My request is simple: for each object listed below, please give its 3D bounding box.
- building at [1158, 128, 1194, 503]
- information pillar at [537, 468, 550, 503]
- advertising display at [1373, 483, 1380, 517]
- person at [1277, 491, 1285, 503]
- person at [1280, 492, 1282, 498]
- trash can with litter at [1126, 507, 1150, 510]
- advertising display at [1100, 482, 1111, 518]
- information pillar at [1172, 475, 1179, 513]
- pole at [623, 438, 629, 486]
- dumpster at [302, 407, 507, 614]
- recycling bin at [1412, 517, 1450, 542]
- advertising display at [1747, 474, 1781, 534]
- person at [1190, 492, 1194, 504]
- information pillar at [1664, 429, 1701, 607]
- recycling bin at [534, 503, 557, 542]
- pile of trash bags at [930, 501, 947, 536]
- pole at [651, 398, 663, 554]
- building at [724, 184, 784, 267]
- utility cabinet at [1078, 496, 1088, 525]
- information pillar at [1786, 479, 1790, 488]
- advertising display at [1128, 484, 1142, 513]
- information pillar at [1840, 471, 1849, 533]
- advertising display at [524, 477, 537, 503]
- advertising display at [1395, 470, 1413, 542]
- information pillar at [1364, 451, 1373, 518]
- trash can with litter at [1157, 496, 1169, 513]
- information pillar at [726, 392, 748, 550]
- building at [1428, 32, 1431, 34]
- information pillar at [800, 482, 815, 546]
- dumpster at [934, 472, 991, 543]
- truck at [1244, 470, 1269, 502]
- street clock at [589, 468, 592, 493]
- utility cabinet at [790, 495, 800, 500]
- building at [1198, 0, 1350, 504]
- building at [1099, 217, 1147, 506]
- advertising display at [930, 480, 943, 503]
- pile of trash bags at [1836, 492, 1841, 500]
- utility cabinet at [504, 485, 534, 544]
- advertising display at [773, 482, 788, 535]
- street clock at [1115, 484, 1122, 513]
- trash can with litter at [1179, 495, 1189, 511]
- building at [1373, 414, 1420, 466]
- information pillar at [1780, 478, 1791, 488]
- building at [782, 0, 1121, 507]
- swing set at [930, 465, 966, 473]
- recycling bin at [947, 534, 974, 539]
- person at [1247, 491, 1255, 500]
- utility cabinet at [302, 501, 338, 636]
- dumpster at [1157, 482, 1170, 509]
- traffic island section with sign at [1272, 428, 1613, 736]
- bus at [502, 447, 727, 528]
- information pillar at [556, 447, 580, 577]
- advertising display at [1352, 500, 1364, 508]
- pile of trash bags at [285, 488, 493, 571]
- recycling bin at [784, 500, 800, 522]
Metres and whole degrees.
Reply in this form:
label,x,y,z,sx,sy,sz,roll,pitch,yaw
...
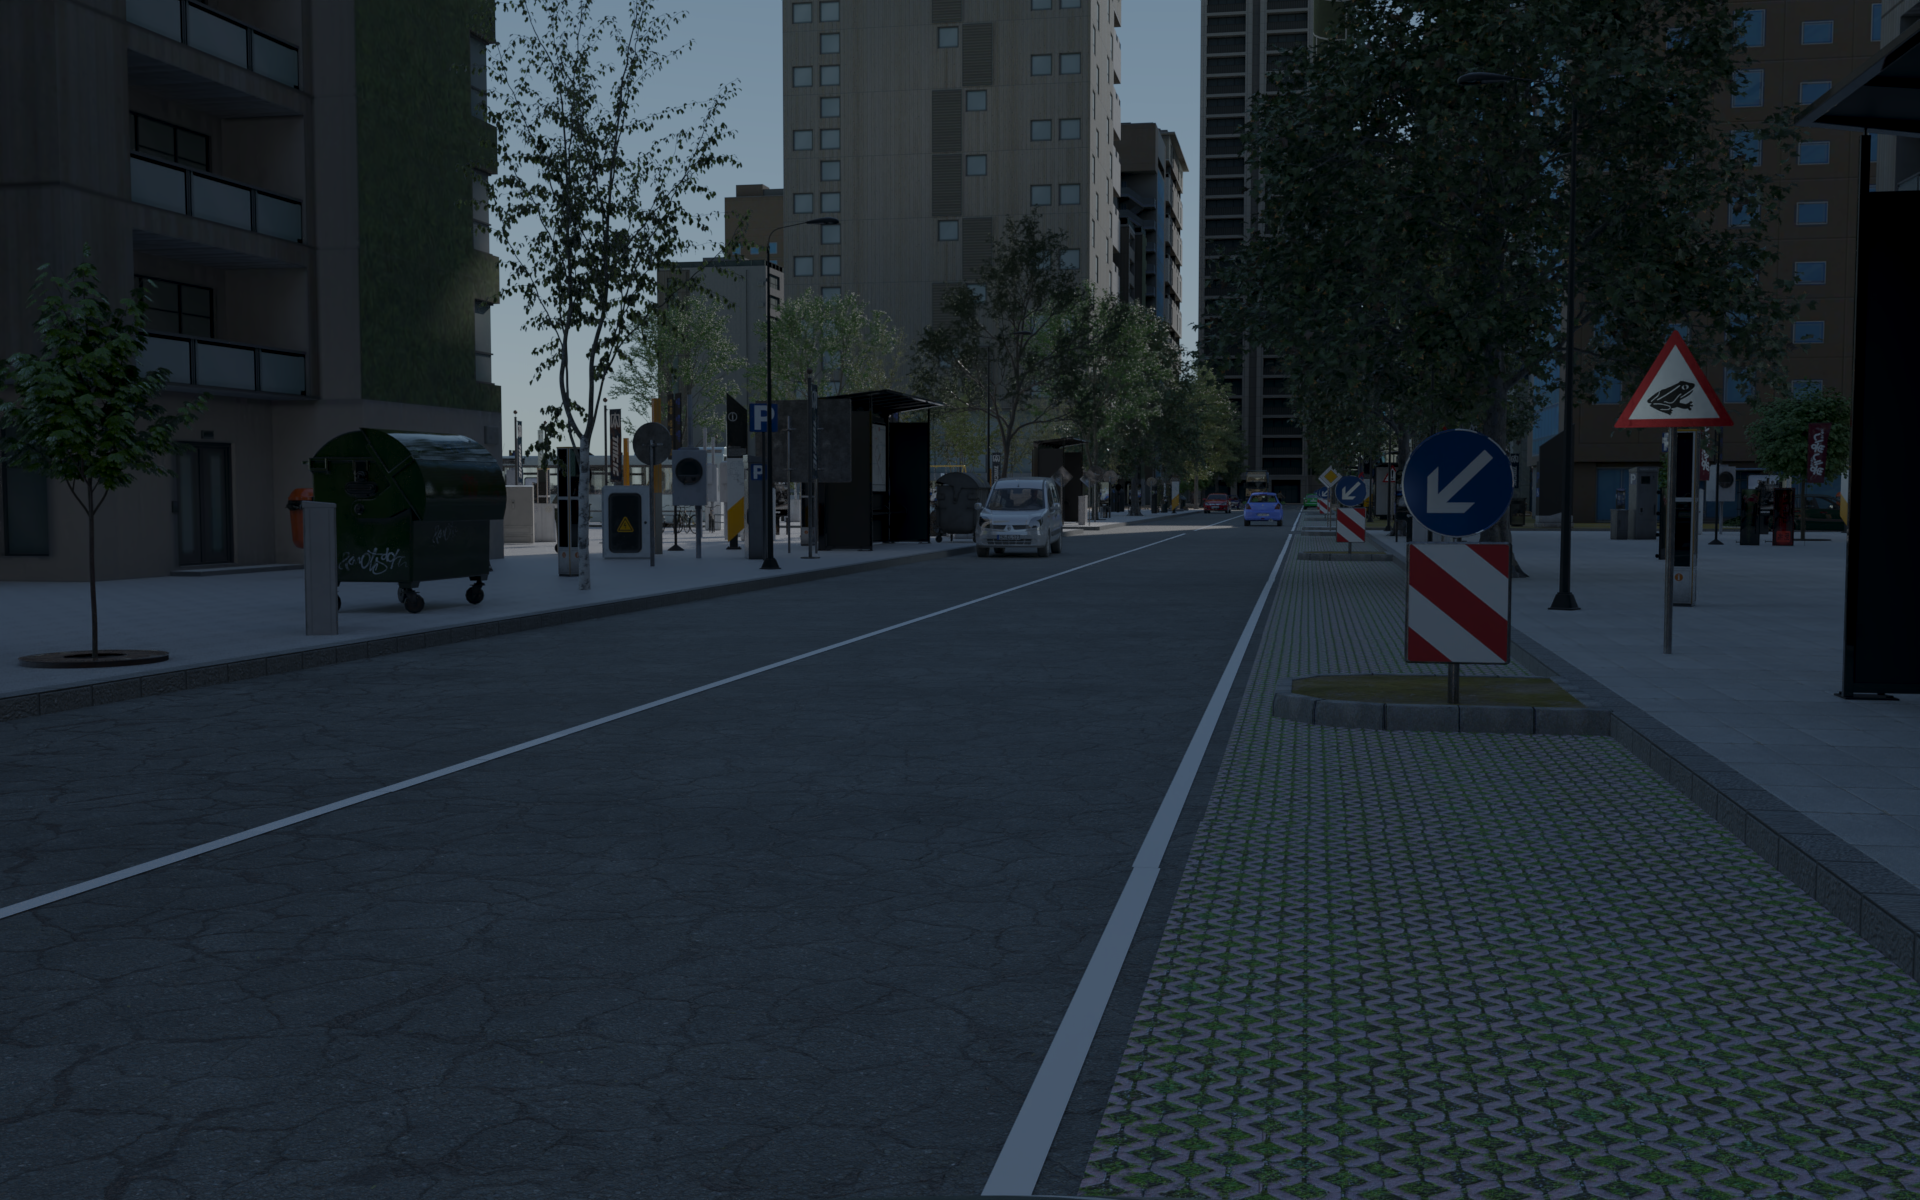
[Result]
label,x,y,z,sx,sy,sz,roll,pitch,yaw
building,20.311,-40.425,250.185,27.495,52.752,28.713,1,4,11
information pillar,-11.958,-2.769,49.763,0.304,2.012,0.304,0,4,1
advertising display,23.716,-5.668,97.889,0.974,1.923,0.123,-3,4,-37
person,39.137,-12.442,211.934,1.348,1.823,0.705,3,5,40
person,40.274,-12.801,217.757,0.705,1.831,1.348,0,4,3
trash can with litter,14.879,-8.080,143.169,2.233,1.210,1.678,2,4,24
advertising display,7.738,-5.329,92.343,0.123,1.923,0.974,-2,4,-26
information pillar,14.268,-7.547,114.741,0.504,3.616,0.183,1,4,23
pole,-12.116,-4.226,62.932,0.158,3.312,0.155,0,3,0
dumpster,-6.192,-1.032,19.370,1.502,2.255,1.985,1,4,11
recycling bin,11.457,-1.800,41.983,0.722,1.027,0.722,3,5,43
advertising display,25.508,-3.045,55.007,0.974,1.923,0.123,2,4,25
person,29.904,-13.102,223.265,0.990,1.755,0.434,-3,5,-45
information pillar,8.255,-0.936,19.792,0.304,2.012,0.304,2,4,31
recycling bin,-11.136,-2.083,46.612,0.722,1.027,0.722,0,4,4
pile of trash bags,-0.024,-2.703,53.943,1.912,1.369,3.447,1,4,12
pole,-6.449,-2.631,36.864,0.158,3.312,0.155,0,3,0
building,-25.092,-36.827,252.231,14.200,45.320,14.600,1,4,11
utility cabinet,5.092,-3.711,71.833,0.306,1.237,1.020,1,4,10
information pillar,30.452,-4.422,63.662,0.183,3.616,0.504,1,4,21
advertising display,11.017,-6.368,109.326,0.974,1.923,0.123,-2,4,-28
information pillar,29.133,-4.007,56.877,0.183,3.616,0.504,0,4,-7
advertising display,-16.040,-3.702,65.740,0.974,1.923,0.123,0,4,4
advertising display,12.063,-2.498,46.050,0.974,1.923,0.123,1,4,9
information pillar,22.232,-6.305,94.446,0.504,3.616,0.183,0,4,7
trash can with litter,13.675,-6.518,117.954,1.055,1.170,0.624,2,4,26
information pillar,-5.148,-2.973,39.956,0.504,3.616,0.183,0,4,-2
building,64.456,-36.665,188.717,28.713,52.752,27.495,1,4,11
information pillar,-3.777,-2.353,42.957,0.304,2.012,0.304,1,4,12
dumpster,0.062,-2.473,46.193,1.264,1.857,1.865,1,4,11
truck,35.183,-13.221,205.070,2.839,4.237,11.283,1,4,11
street clock,-9.423,-2.370,43.327,0.358,2.002,0.471,1,4,21
utility cabinet,-11.228,-6.475,117.028,1.020,1.237,0.306,1,4,22
building,44.211,-49.144,241.751,20.611,71.187,20.563,1,4,11
building,11.698,-24.992,180.316,14.160,30.474,14.107,1,4,11
advertising display,-1.116,-4.645,81.153,0.123,1.923,0.974,-2,4,-34
pile of trash bags,36.005,-3.599,68.595,3.447,1.369,1.912,-2,4,-24
utility cabinet,-11.493,-2.174,44.229,1.173,1.500,0.318,-1,4,-9
advertising display,-5.845,-3.002,54.295,0.974,1.923,0.123,-1,4,-21
street clock,11.004,-7.093,120.541,0.471,2.002,0.358,0,4,-1
trash can with litter,17.486,-7.552,134.861,0.624,1.170,1.055,-1,4,-22
building,70.034,-37.841,238.308,30.456,49.044,23.786,1,4,11
information pillar,33.188,-3.986,69.668,0.304,2.012,0.304,-1,4,-18
building,0.316,-34.939,160.496,28.713,52.752,27.495,1,4,11
swing set,-0.961,-5.948,94.874,3.119,2.851,2.862,1,4,23
recycling bin,0.083,-2.384,51.529,0.722,1.027,0.722,-3,4,-37
person,26.859,-9.163,158.837,1.217,1.766,0.721,3,5,41
utility cabinet,-5.969,-0.307,16.187,0.306,1.237,1.020,-1,4,-21
dumpster,15.690,-8.006,133.388,1.502,2.255,1.985,1,4,11
traffic island section with sign,3.065,-0.163,11.296,1.989,1.847,2.006,1,4,11
bus,-15.452,-4.607,70.188,13.247,3.499,2.948,1,4,12
information pillar,-6.054,-1.374,26.954,0.304,2.012,0.304,3,5,40
advertising display,19.854,-4.967,86.426,0.123,1.923,0.974,3,5,43
pile of trash bags,-9.234,-1.093,27.621,1.912,1.369,3.447,2,4,28
recycling bin,-7.657,-4.084,79.322,0.722,1.027,0.722,0,4,1
